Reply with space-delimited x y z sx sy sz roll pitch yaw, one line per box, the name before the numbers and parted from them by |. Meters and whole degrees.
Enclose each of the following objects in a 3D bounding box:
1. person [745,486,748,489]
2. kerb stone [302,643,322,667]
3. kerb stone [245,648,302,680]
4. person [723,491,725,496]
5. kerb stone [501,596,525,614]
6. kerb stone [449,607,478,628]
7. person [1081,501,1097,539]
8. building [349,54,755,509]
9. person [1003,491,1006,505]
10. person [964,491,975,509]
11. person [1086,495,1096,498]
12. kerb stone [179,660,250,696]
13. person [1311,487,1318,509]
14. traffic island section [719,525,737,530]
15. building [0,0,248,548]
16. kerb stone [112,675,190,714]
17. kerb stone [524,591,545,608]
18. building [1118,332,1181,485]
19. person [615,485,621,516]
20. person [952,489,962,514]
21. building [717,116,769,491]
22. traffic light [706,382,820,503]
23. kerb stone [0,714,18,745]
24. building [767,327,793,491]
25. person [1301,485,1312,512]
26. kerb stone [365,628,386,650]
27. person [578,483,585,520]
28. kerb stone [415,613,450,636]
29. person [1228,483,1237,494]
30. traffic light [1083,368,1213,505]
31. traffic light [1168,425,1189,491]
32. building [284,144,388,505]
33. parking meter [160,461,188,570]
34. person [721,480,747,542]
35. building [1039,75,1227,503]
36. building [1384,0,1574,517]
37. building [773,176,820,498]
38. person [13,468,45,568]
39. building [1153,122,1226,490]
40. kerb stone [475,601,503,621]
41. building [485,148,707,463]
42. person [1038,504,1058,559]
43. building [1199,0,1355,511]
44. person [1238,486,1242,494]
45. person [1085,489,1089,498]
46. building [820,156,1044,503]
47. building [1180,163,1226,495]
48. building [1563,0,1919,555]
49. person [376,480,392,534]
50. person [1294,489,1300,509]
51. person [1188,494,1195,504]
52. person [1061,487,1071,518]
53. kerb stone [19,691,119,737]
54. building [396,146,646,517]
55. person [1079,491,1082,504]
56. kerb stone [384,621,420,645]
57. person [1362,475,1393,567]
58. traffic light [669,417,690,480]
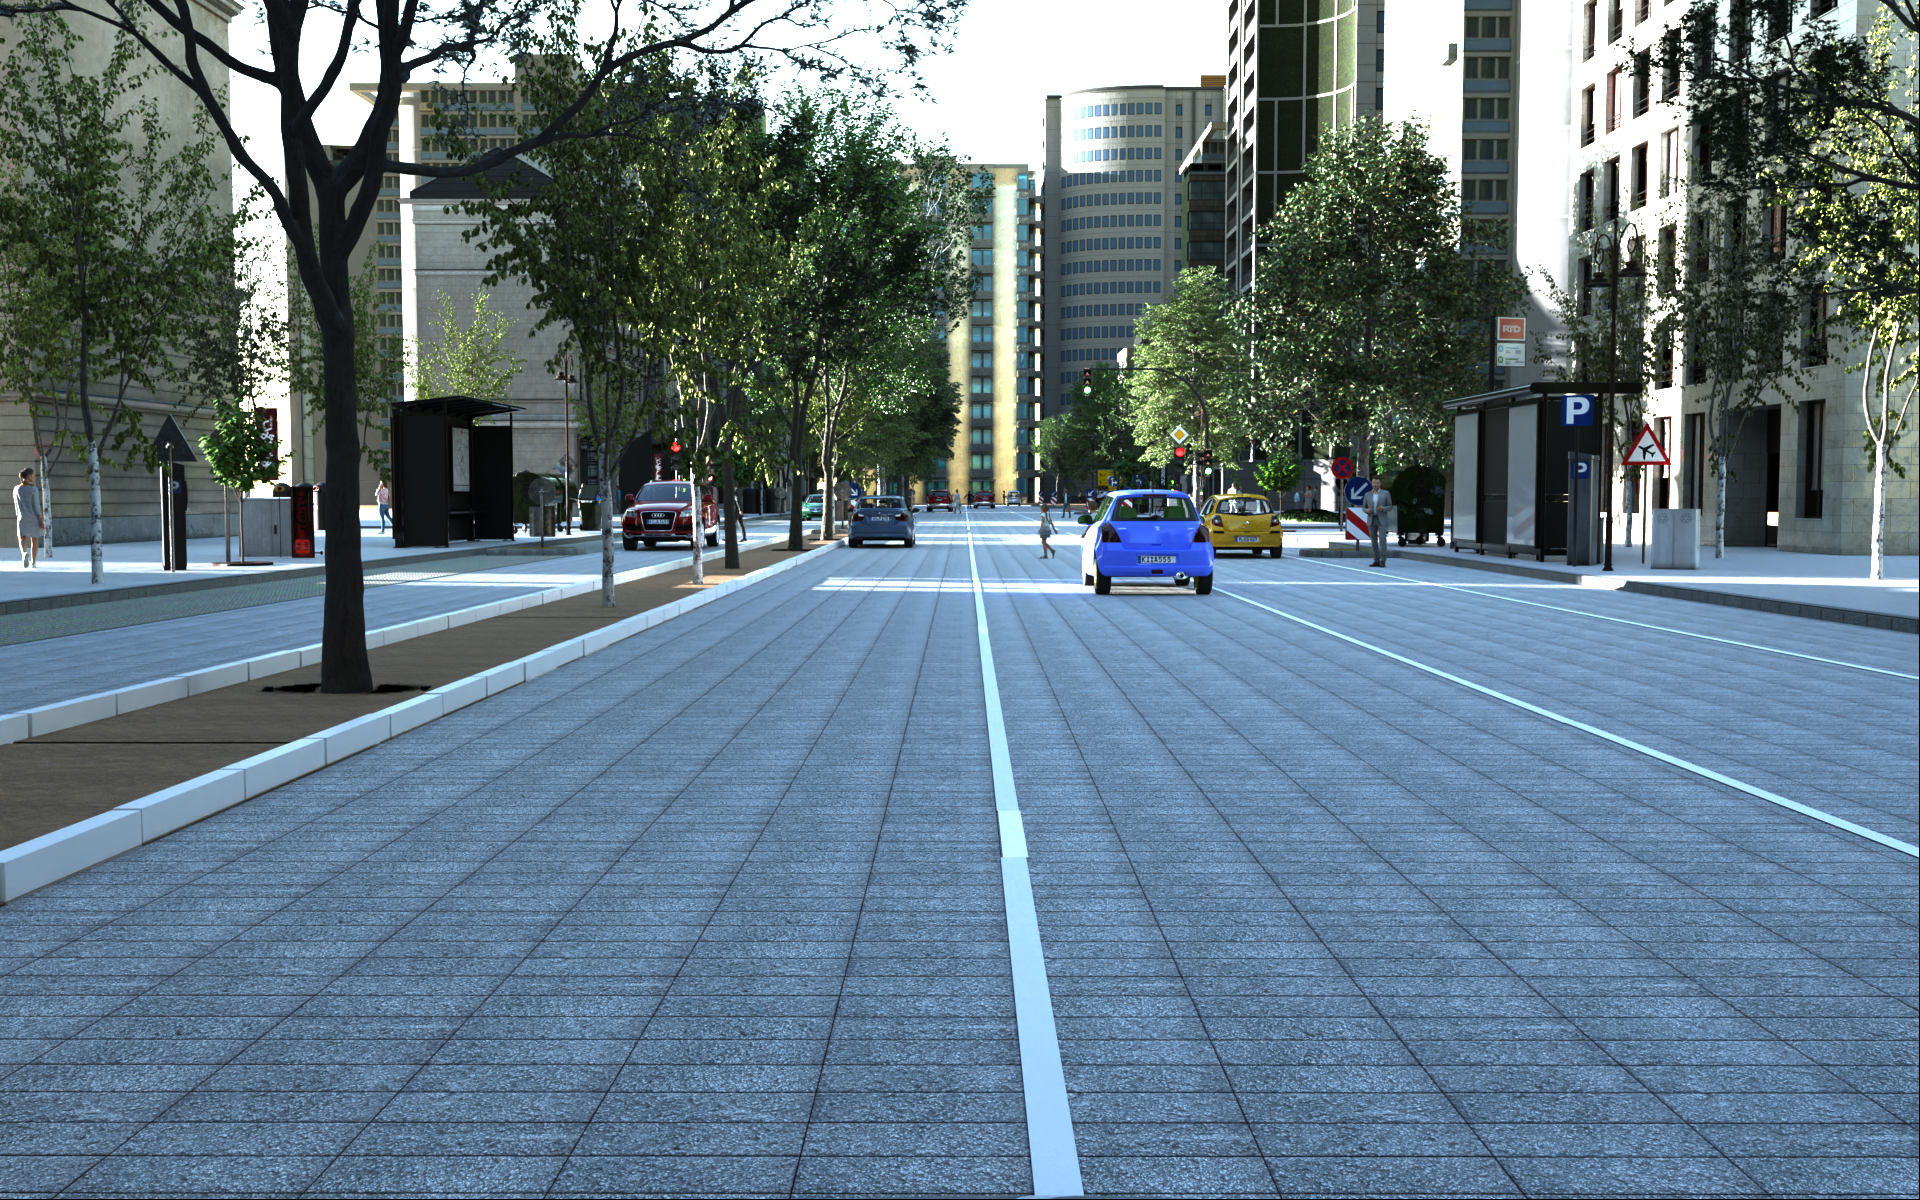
person | -15.628 -7.429 127.378 0.818 1.842 0.514 -2 4 -25
kerb stone | -5.475 0.464 14.747 0.120 0.150 1.000 0 4 0
kerb stone | -5.484 0.518 13.724 0.120 0.150 1.000 0 4 0
person | -18.448 -8.014 137.042 0.573 1.828 0.580 0 4 7
kerb stone | -5.466 0.081 20.878 0.120 0.150 1.000 0 4 0
kerb stone | -5.466 0.207 18.834 0.120 0.150 1.000 0 4 0
person | 2.672 -1.298 33.976 0.590 1.304 0.306 2 4 23
building | -35.174 -28.466 157.299 32.217 40.220 23.993 0 4 0
person | 5.652 -13.058 221.626 0.705 1.869 1.348 -1 4 -11
person | 0.913 -9.563 165.673 1.217 1.723 0.721 1 4 16
person | 13.251 -10.331 175.032 1.350 1.814 0.705 -2 4 -34
kerb stone | -5.491 0.581 12.702 0.120 0.150 1.000 0 4 0
person | 24.850 -7.054 121.552 0.592 1.802 0.473 -3 4 -37
traffic island section | -10.212 -2.958 70.643 2.009 0.180 2.903 0 4 0
building | -38.857 -13.959 47.320 34.723 24.649 14.460 0 4 0
kerb stone | -5.489 0.647 11.665 0.120 0.150 1.000 0 4 0
kerb stone | -5.464 0.020 21.900 0.120 0.150 1.000 0 4 0
building | 33.253 -21.679 199.490 27.650 21.520 28.899 0 4 0
person | -19.982 -5.821 101.564 0.444 1.785 0.601 0 4 7
person | -0.209 -7.195 126.494 0.694 1.780 0.624 -2 4 -35
building | -27.397 -30.144 176.448 14.154 41.232 14.086 0 4 0
traffic light | -8.080 -5.864 70.539 4.771 5.953 1.251 0 4 0
kerb stone | -5.496 0.770 9.601 0.120 0.150 1.000 0 4 0
building | -34.543 -21.681 199.529 28.899 21.520 27.650 0 4 0
person | 18.282 -5.210 91.590 0.532 1.782 0.716 -1 4 -18
kerb stone | -5.475 0.393 15.768 0.120 0.150 1.000 0 4 0
person | -18.425 -4.815 84.864 0.767 1.812 0.694 3 5 40
kerb stone | -5.476 0.271 17.812 0.120 0.150 1.000 0 4 0
person | 13.076 -4.685 82.739 0.635 1.810 0.391 3 5 42
traffic light | 6.779 -5.363 62.359 4.771 5.953 1.251 0 4 0
traffic light | 8.889 -4.988 70.481 0.839 4.253 0.868 0 4 0
building | -70.197 -31.911 205.344 14.086 41.232 14.154 0 4 0
parking meter | -13.254 -1.438 29.230 0.399 1.863 0.255 -2 4 -30
person | -6.747 -2.660 51.773 0.755 1.850 0.659 1 4 10
building | 25.859 -43.112 246.879 28.212 58.520 21.231 0 4 0
building | 36.614 -24.524 92.841 23.993 40.220 32.217 0 4 0
building | -34.292 -38.465 248.507 30.456 49.044 23.786 0 4 0
person | -16.000 -1.406 29.782 0.466 1.731 0.760 -2 4 -29
building | 35.560 -29.397 172.517 32.217 40.220 23.993 0 4 0
kerb stone | -5.468 0.143 19.856 0.120 0.150 1.000 0 4 0
building | -26.298 -18.995 128.588 12.078 24.808 19.932 0 4 0
person | 1.920 -1.519 38.345 0.382 1.210 0.505 2 4 27
building | 30.160 -42.550 133.944 20.563 71.187 20.611 0 4 0
person | 17.981 -6.427 111.483 0.624 1.780 0.694 2 4 25
person | 13.111 -10.510 177.898 0.705 1.822 1.348 2 4 24
building | -3.479 -38.433 247.980 30.456 49.044 23.786 0 4 0
building | 26.401 -23.371 153.821 14.160 30.474 14.107 0 4 0
building | 23.596 -11.571 43.933 10.420 20.320 16.860 0 4 0
person | -18.487 -3.008 55.820 0.643 1.750 0.593 0 4 0
person | 21.054 -6.132 108.109 0.330 1.601 0.589 0 4 3
person | 11.244 -4.525 84.300 0.394 1.301 0.425 -3 5 -42
person | 6.292 -5.701 101.703 0.713 1.824 0.794 -3 5 -43
kerb stone | -5.487 0.707 10.632 0.120 0.150 1.000 0 4 0
building | -25.970 -15.118 98.094 10.553 20.767 40.483 0 4 0
person | 15.278 -13.130 221.502 0.721 1.735 1.217 1 4 15
kerb stone | -5.476 0.335 16.790 0.120 0.150 1.000 0 4 0
person | 8.165 -1.549 34.025 0.606 1.804 0.583 2 4 27
traffic light | -10.190 -4.502 62.524 0.839 4.253 0.868 0 4 0
